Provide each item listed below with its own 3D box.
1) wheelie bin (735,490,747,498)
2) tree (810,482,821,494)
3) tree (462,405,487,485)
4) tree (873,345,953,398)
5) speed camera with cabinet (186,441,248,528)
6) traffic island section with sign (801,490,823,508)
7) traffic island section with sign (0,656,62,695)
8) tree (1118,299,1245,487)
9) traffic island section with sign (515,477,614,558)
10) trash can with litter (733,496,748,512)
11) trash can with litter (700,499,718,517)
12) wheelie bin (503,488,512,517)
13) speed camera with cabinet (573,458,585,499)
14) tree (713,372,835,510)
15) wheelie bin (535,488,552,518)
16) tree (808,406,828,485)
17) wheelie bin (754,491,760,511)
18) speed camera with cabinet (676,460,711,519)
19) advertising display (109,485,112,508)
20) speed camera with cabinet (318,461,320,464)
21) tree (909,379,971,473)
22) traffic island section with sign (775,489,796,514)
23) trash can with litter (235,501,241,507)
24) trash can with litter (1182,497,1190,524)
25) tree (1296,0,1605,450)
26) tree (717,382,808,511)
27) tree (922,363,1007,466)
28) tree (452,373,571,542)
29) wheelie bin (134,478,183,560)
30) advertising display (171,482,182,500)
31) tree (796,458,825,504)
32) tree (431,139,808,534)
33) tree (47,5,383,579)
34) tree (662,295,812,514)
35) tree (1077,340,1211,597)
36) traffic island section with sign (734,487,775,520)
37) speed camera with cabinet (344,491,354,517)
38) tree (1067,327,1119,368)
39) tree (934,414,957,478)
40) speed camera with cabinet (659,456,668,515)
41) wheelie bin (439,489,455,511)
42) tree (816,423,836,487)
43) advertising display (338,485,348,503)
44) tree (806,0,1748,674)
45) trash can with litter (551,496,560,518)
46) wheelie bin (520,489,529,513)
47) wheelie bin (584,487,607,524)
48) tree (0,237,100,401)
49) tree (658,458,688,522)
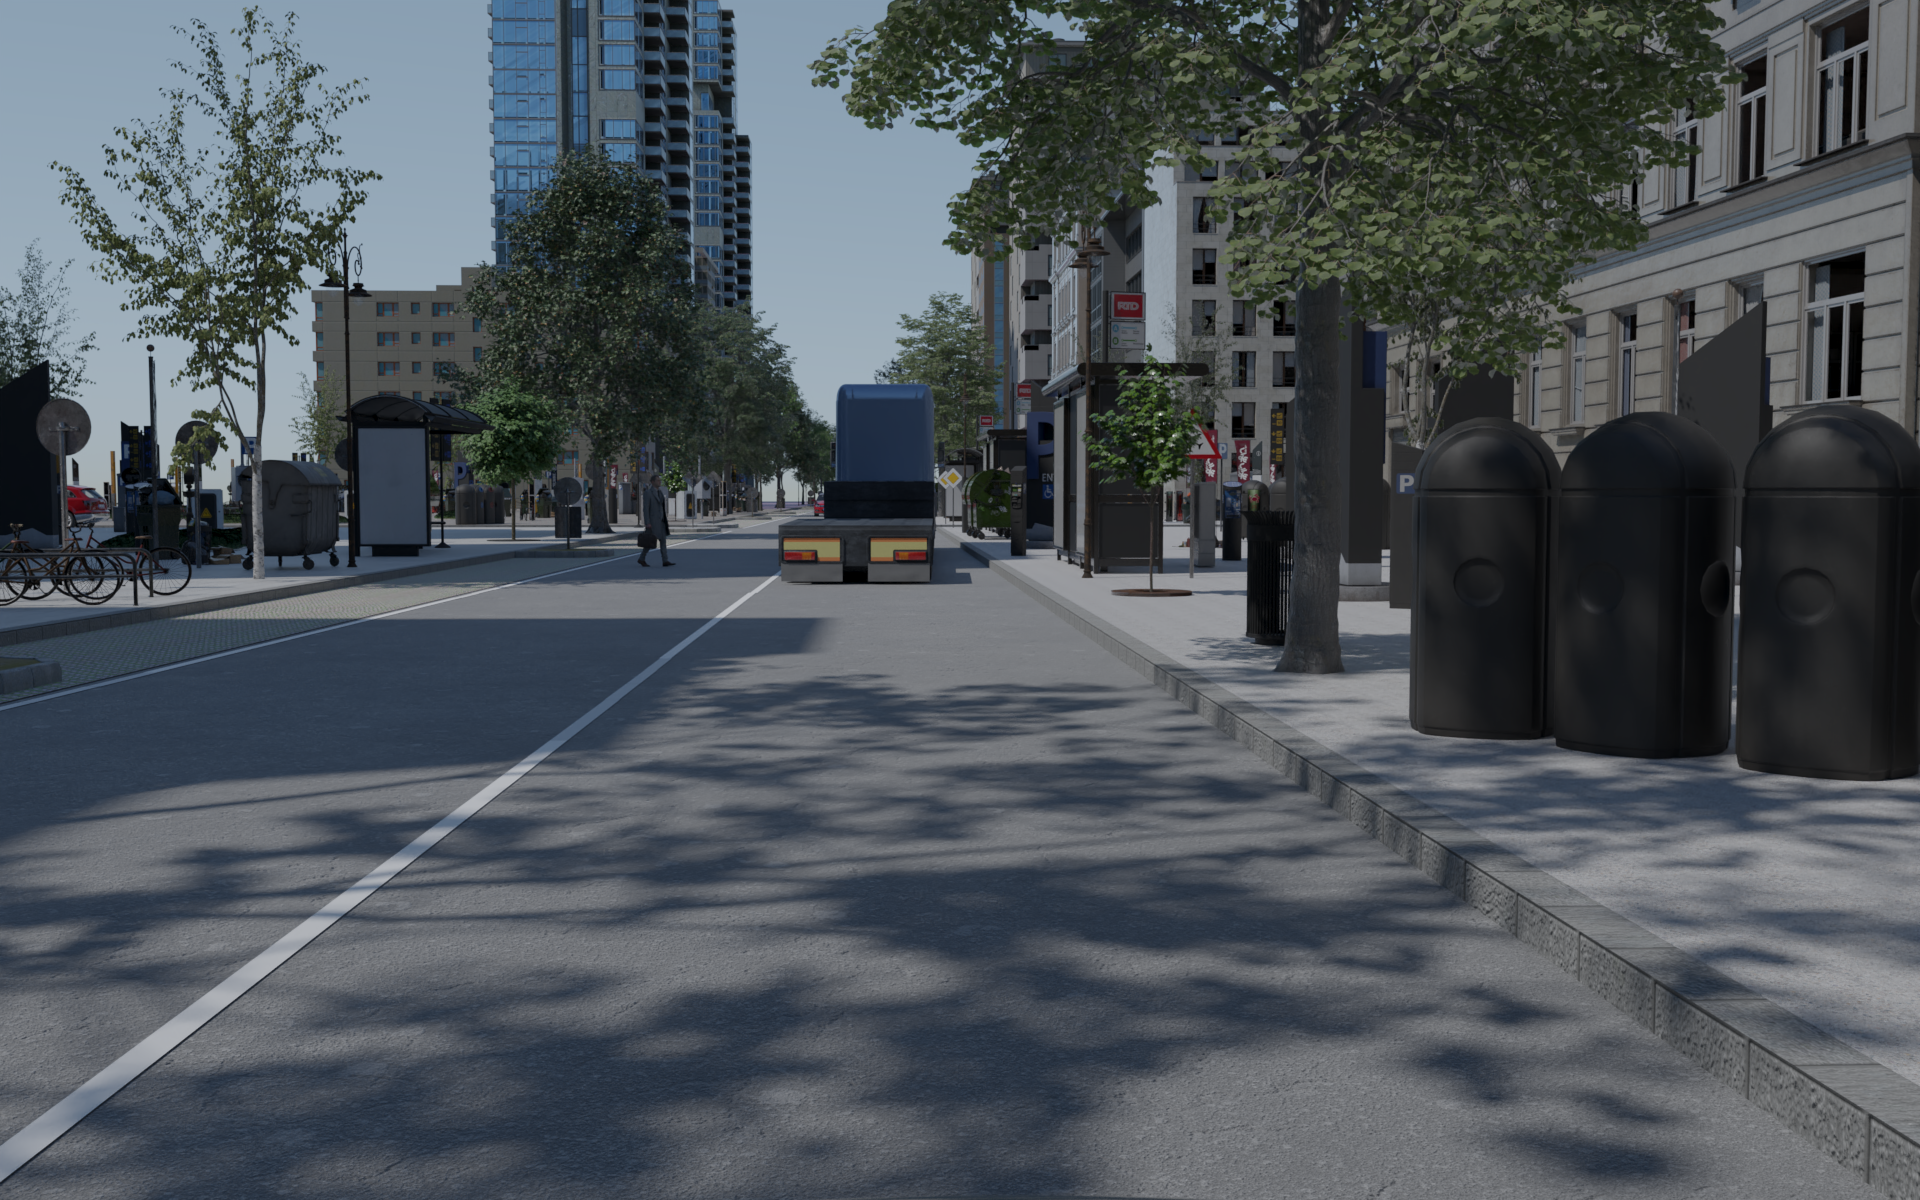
[{"bbox_3d":[-17.953,-8.200,141.982,0.980,1.594,0.693,0,4,-8],"label":"wheelie bin"},{"bbox_3d":[-21.455,-16.009,256.340,1.663,3.219,1.824,0,3,0],"label":"tree"},{"bbox_3d":[-36.724,-10.646,124.417,4.737,8.622,4.395,0,3,0],"label":"tree"},{"bbox_3d":[-3.966,-21.960,214.934,12.611,20.169,13.585,0,3,0],"label":"tree"},{"bbox_3d":[-23.684,-3.746,55.576,2.038,3.252,0.660,-3,4,-36],"label":"speed camera with cabinet"},{"bbox_3d":[-14.877,-10.081,173.446,1.989,1.847,2.006,0,4,-3],"label":"traffic island section with sign"},{"bbox_3d":[-7.803,-0.244,12.623,1.989,1.847,2.006,0,4,-3],"label":"traffic island section with sign"},{"bbox_3d":[8.626,-6.985,64.570,4.360,8.622,3.978,0,3,0],"label":"tree"},{"bbox_3d":[-8.978,-1.891,39.553,1.989,1.847,2.006,0,4,-3],"label":"traffic island section with sign"},{"bbox_3d":[-15.862,-6.998,125.802,1.055,1.170,0.624,2,4,30],"label":"trash can with litter"},{"bbox_3d":[-14.285,-5.329,98.517,1.055,1.170,0.624,0,4,-5],"label":"trash can with litter"},{"bbox_3d":[-25.713,-5.480,97.504,0.693,1.594,0.980,3,5,43],"label":"wheelie bin"},{"bbox_3d":[-20.947,-6.161,95.068,0.660,3.252,2.038,-1,4,-10],"label":"speed camera with cabinet"},{"bbox_3d":[-16.437,-13.147,140.712,9.928,11.665,9.643,0,3,0],"label":"tree"},{"bbox_3d":[-22.188,-5.175,92.516,0.693,1.594,0.980,2,4,32],"label":"wheelie bin"},{"bbox_3d":[-17.202,-15.062,163.277,9.611,12.733,9.660,0,3,0],"label":"tree"},{"bbox_3d":[-15.504,-7.609,132.319,0.693,1.594,0.980,0,4,5],"label":"wheelie bin"},{"bbox_3d":[-13.619,-5.763,88.563,0.660,3.252,2.038,2,4,33],"label":"speed camera with cabinet"},{"bbox_3d":[-59.482,-7.114,121.519,0.123,1.923,0.974,-1,4,-11],"label":"advertising display"},{"bbox_3d":[-38.457,-6.669,103.377,0.660,3.252,2.038,-1,4,-22],"label":"speed camera with cabinet"},{"bbox_3d":[-3.096,-15.753,167.925,12.009,13.543,11.850,0,3,0],"label":"tree"},{"bbox_3d":[-12.667,-7.000,123.079,1.989,1.847,2.006,0,4,-3],"label":"traffic island section with sign"},{"bbox_3d":[-49.765,-6.659,119.924,2.233,1.210,1.678,1,4,14],"label":"trash can with litter"},{"bbox_3d":[10.034,-3.844,74.236,1.055,1.170,0.624,2,4,32],"label":"trash can with litter"},{"bbox_3d":[6.927,-4.569,25.067,4.360,8.622,3.978,0,3,0],"label":"tree"},{"bbox_3d":[-15.343,-12.024,131.009,8.767,10.594,7.601,3,5,39],"label":"tree"},{"bbox_3d":[-1.214,-11.043,114.973,8.767,10.594,7.601,0,4,-3],"label":"tree"},{"bbox_3d":[-12.300,-3.886,47.251,4.285,4.588,4.351,0,3,0],"label":"tree"},{"bbox_3d":[-15.667,-1.589,33.884,0.980,1.594,0.693,2,4,33],"label":"wheelie bin"},{"bbox_3d":[-43.785,-5.600,96.774,0.974,1.923,0.123,3,4,39],"label":"advertising display"},{"bbox_3d":[-19.875,-16.777,224.665,4.360,8.622,3.978,0,3,0],"label":"tree"},{"bbox_3d":[-11.857,-8.515,56.234,9.611,12.733,9.660,0,3,0],"label":"tree"},{"bbox_3d":[-10.817,-4.620,25.893,4.737,8.622,4.395,0,3,0],"label":"tree"},{"bbox_3d":[-14.967,-12.455,110.294,9.857,13.997,8.962,0,3,0],"label":"tree"},{"bbox_3d":[2.303,-1.675,21.986,1.663,3.219,1.824,0,3,0],"label":"tree"},{"bbox_3d":[-11.481,-5.353,96.150,1.989,1.847,2.006,0,4,-3],"label":"traffic island section with sign"},{"bbox_3d":[-29.964,-5.689,87.350,2.038,3.252,0.660,0,4,4],"label":"speed camera with cabinet"},{"bbox_3d":[5.732,-7.665,75.678,4.360,8.622,3.978,0,3,0],"label":"tree"},{"bbox_3d":[-1.291,-10.896,128.511,4.737,8.622,4.395,0,3,0],"label":"tree"},{"bbox_3d":[-15.910,-5.905,90.886,0.660,3.252,2.038,-2,4,-28],"label":"speed camera with cabinet"},{"bbox_3d":[-29.007,-5.568,98.943,0.980,1.594,0.693,-2,4,-34],"label":"wheelie bin"},{"bbox_3d":[-23.462,-24.423,305.974,9.857,13.997,8.962,0,3,0],"label":"tree"},{"bbox_3d":[-43.629,-7.158,122.248,0.123,1.923,0.974,3,4,36],"label":"advertising display"},{"bbox_3d":[2.479,-5.779,12.610,7.486,12.596,7.792,0,3,0],"label":"tree"},{"bbox_3d":[-22.157,-5.102,94.802,0.624,1.170,1.055,0,4,-5],"label":"trash can with litter"},{"bbox_3d":[-28.279,-6.422,112.905,0.693,1.594,0.980,0,4,4],"label":"wheelie bin"},{"bbox_3d":[-15.792,-4.115,75.192,0.980,1.594,0.693,-2,4,-24],"label":"wheelie bin"},{"bbox_3d":[-27.281,-6.109,50.250,4.360,8.622,3.978,0,3,0],"label":"tree"},{"bbox_3d":[-13.227,-5.282,80.965,1.663,3.219,1.824,0,3,0],"label":"tree"}]
